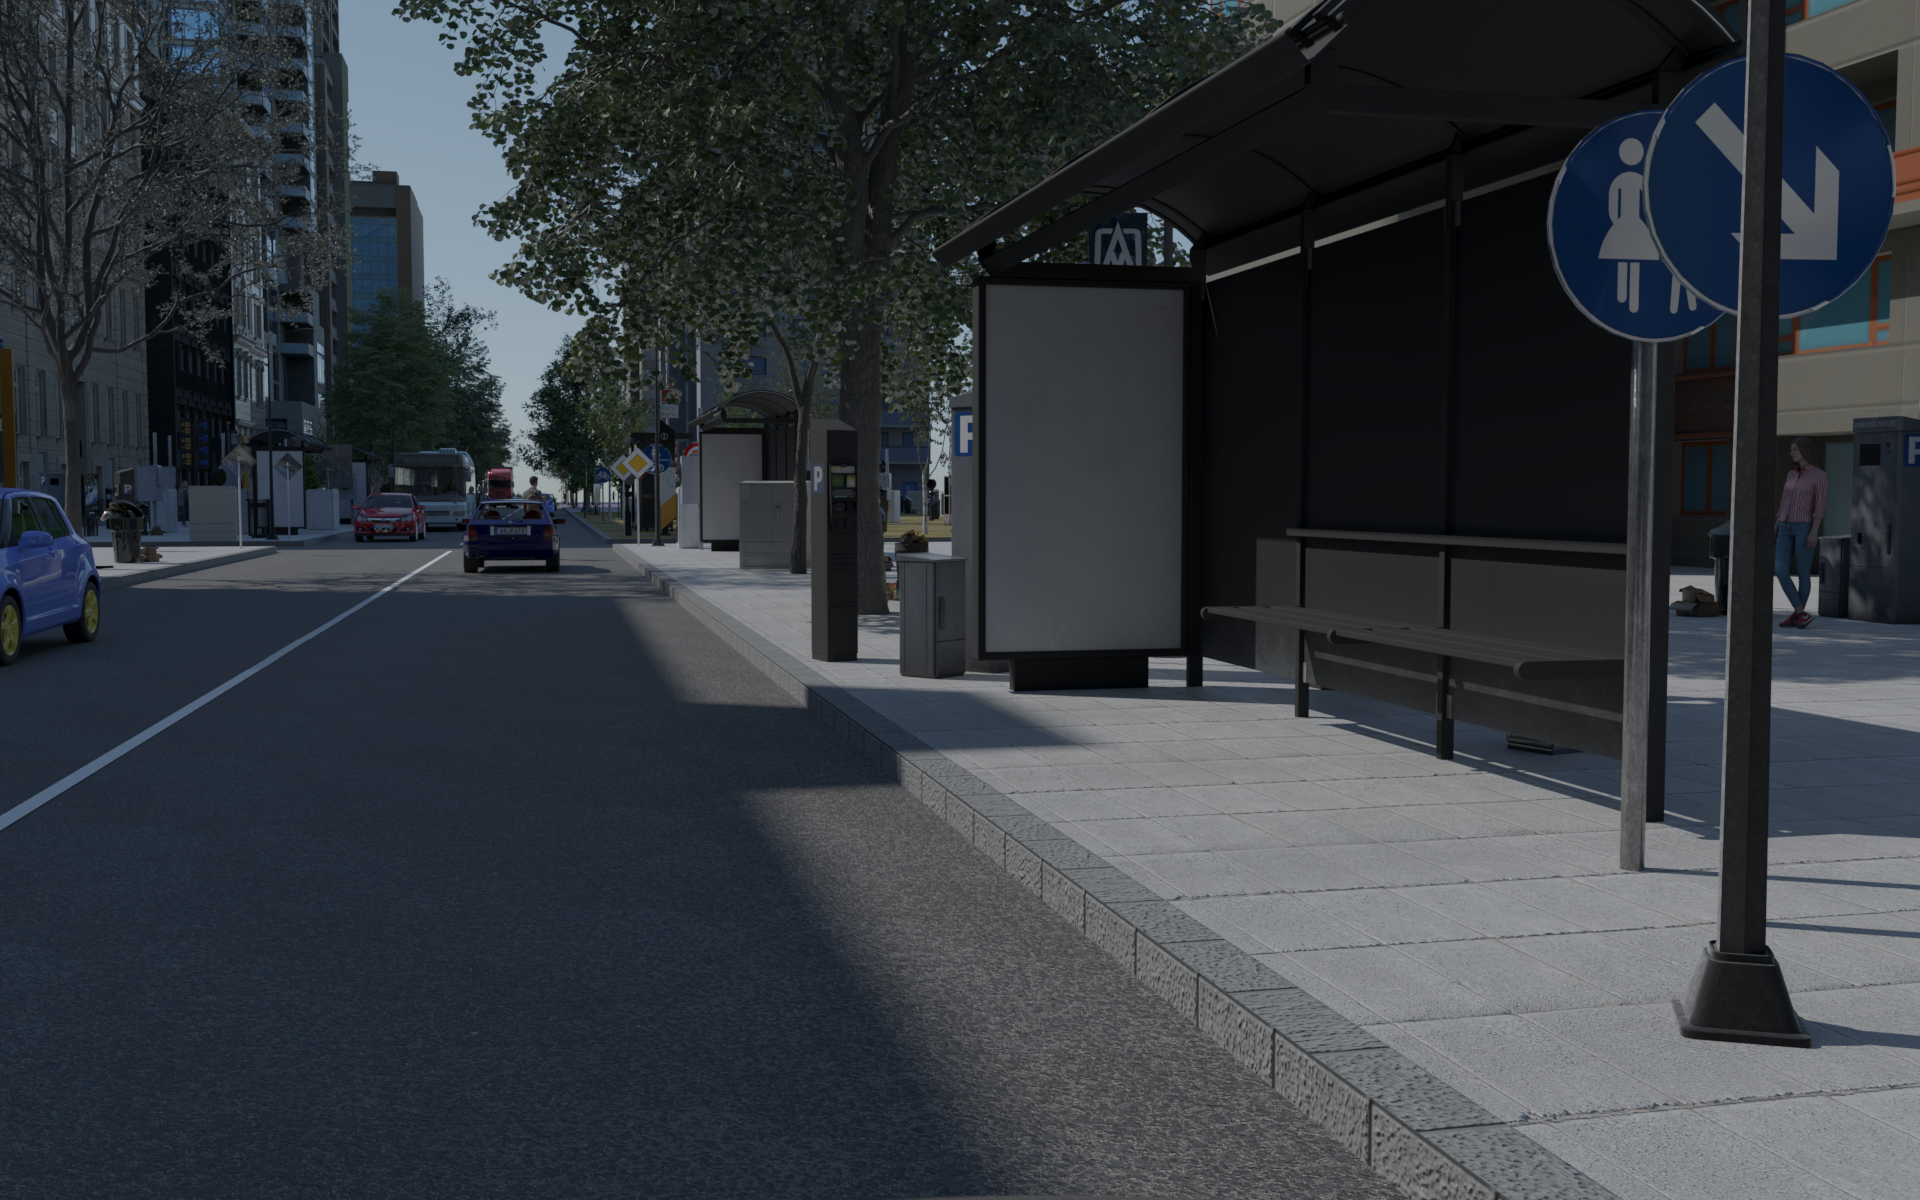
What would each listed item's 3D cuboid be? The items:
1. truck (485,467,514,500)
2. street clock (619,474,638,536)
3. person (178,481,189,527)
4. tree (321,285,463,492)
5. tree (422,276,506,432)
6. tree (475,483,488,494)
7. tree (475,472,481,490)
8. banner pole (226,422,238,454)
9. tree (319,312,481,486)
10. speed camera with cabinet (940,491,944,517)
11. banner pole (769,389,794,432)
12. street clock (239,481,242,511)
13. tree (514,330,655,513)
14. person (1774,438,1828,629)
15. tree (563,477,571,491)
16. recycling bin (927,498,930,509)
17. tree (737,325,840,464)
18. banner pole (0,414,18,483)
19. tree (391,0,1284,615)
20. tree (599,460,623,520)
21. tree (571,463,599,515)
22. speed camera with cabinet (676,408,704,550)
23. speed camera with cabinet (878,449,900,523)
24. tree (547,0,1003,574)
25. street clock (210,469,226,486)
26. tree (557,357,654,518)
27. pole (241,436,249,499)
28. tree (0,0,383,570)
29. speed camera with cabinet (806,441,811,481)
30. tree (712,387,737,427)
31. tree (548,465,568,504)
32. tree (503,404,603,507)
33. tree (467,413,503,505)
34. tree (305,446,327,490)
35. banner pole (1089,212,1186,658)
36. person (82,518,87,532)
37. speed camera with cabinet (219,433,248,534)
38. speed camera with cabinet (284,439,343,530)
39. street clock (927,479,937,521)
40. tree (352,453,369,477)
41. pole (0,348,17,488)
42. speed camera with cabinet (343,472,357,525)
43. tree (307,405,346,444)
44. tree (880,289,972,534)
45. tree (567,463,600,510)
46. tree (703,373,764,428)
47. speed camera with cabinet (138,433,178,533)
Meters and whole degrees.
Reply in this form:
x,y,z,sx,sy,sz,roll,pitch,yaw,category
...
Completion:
x,y,z,sx,sy,sz,roll,pitch,yaw,category
-47.552,-11.643,179.269,2.839,4.237,11.283,-1,4,-14,truck
-10.227,-2.976,53.226,0.358,2.002,0.471,3,4,38,street clock
-30.366,-3.777,67.975,0.728,1.800,0.709,3,5,41,person
-30.533,-10.772,94.251,7.486,12.596,7.792,0,3,0,tree
-46.423,-18.175,153.044,12.611,20.169,13.585,0,3,0,tree
-69.412,-15.800,252.925,1.663,3.219,1.824,0,3,0,tree
-48.628,-11.449,170.908,4.285,4.588,4.351,0,3,0,tree
-25.052,-4.260,59.669,0.863,3.779,0.401,3,5,39,banner pole
-34.502,-11.622,107.022,9.611,12.733,9.660,0,3,0,tree
-0.218,-6.148,94.862,0.660,3.252,2.038,-3,5,-43,speed camera with cabinet
-4.242,-3.145,41.435,0.863,3.779,0.401,-1,4,-15,banner pole
-38.830,-5.469,93.981,0.471,2.002,0.358,0,4,-2,street clock
-25.738,-12.360,119.094,9.611,12.733,9.660,0,3,0,tree
8.028,-0.647,16.638,0.388,1.821,0.555,-2,4,-32,person
-36.900,-10.483,166.002,1.663,3.219,1.824,0,3,0,tree
-1.866,-5.847,108.158,0.722,1.027,0.722,-1,4,-16,recycling bin
-6.973,-7.621,74.963,4.360,8.622,3.978,0,3,0,tree
-26.226,-3.511,47.423,0.863,3.779,0.401,-1,4,-11,banner pole
-1.001,-6.830,18.332,9.857,13.997,8.962,0,3,0,tree
-16.544,-5.565,85.590,1.663,3.219,1.824,0,3,0,tree
-23.024,-6.982,108.760,1.663,3.219,1.824,0,3,0,tree
-6.294,-2.820,40.440,0.660,3.252,2.038,-1,4,-13,speed camera with cabinet
-3.209,-5.042,76.773,0.660,3.252,2.038,1,4,14,speed camera with cabinet
-2.653,-5.680,27.276,8.767,10.594,7.601,0,4,4,tree
-21.210,-2.753,49.581,0.358,2.002,0.471,0,4,7,street clock
-18.189,-8.598,90.947,4.737,8.622,4.395,0,3,0,tree
-24.972,-4.078,60.523,0.158,3.312,0.155,0,3,0,pole
-15.109,-7.268,29.204,12.009,13.543,11.850,0,3,0,tree
-5.337,-3.590,53.026,2.038,3.252,0.660,-1,4,-14,speed camera with cabinet
-14.254,-9.863,111.625,4.360,8.622,3.978,0,3,0,tree
-49.438,-16.307,216.980,4.360,8.622,3.978,0,3,0,tree
-41.676,-15.936,186.314,9.928,11.665,9.643,0,3,0,tree
-59.458,-17.512,212.073,9.928,11.665,9.643,0,3,0,tree
-24.750,-4.345,65.639,1.663,3.219,1.824,0,3,0,tree
1.397,-1.443,13.614,0.863,3.779,0.401,0,4,-1,banner pole
-29.791,-3.156,58.653,0.522,1.701,0.512,1,4,16,person
-23.386,-3.758,55.777,0.660,3.252,2.038,-2,4,-31,speed camera with cabinet
-23.139,-4.103,61.427,2.038,3.252,0.660,0,4,2,speed camera with cabinet
-1.363,-4.782,82.754,0.471,2.002,0.358,3,5,44,street clock
-28.354,-5.300,81.264,1.663,3.219,1.824,0,3,0,tree
-13.361,-1.867,24.361,0.158,3.312,0.155,0,3,0,pole
-26.018,-4.719,71.493,2.038,3.252,0.660,0,4,-7,speed camera with cabinet
-42.037,-10.250,117.944,4.737,8.622,4.395,0,3,0,tree
-1.053,-6.414,55.226,4.360,8.622,3.978,0,3,0,tree
-30.781,-9.728,142.772,4.285,4.588,4.351,0,3,0,tree
-13.006,-9.229,101.250,4.737,8.622,4.395,0,3,0,tree
-26.175,-3.801,56.479,0.660,3.252,2.038,0,4,-7,speed camera with cabinet
